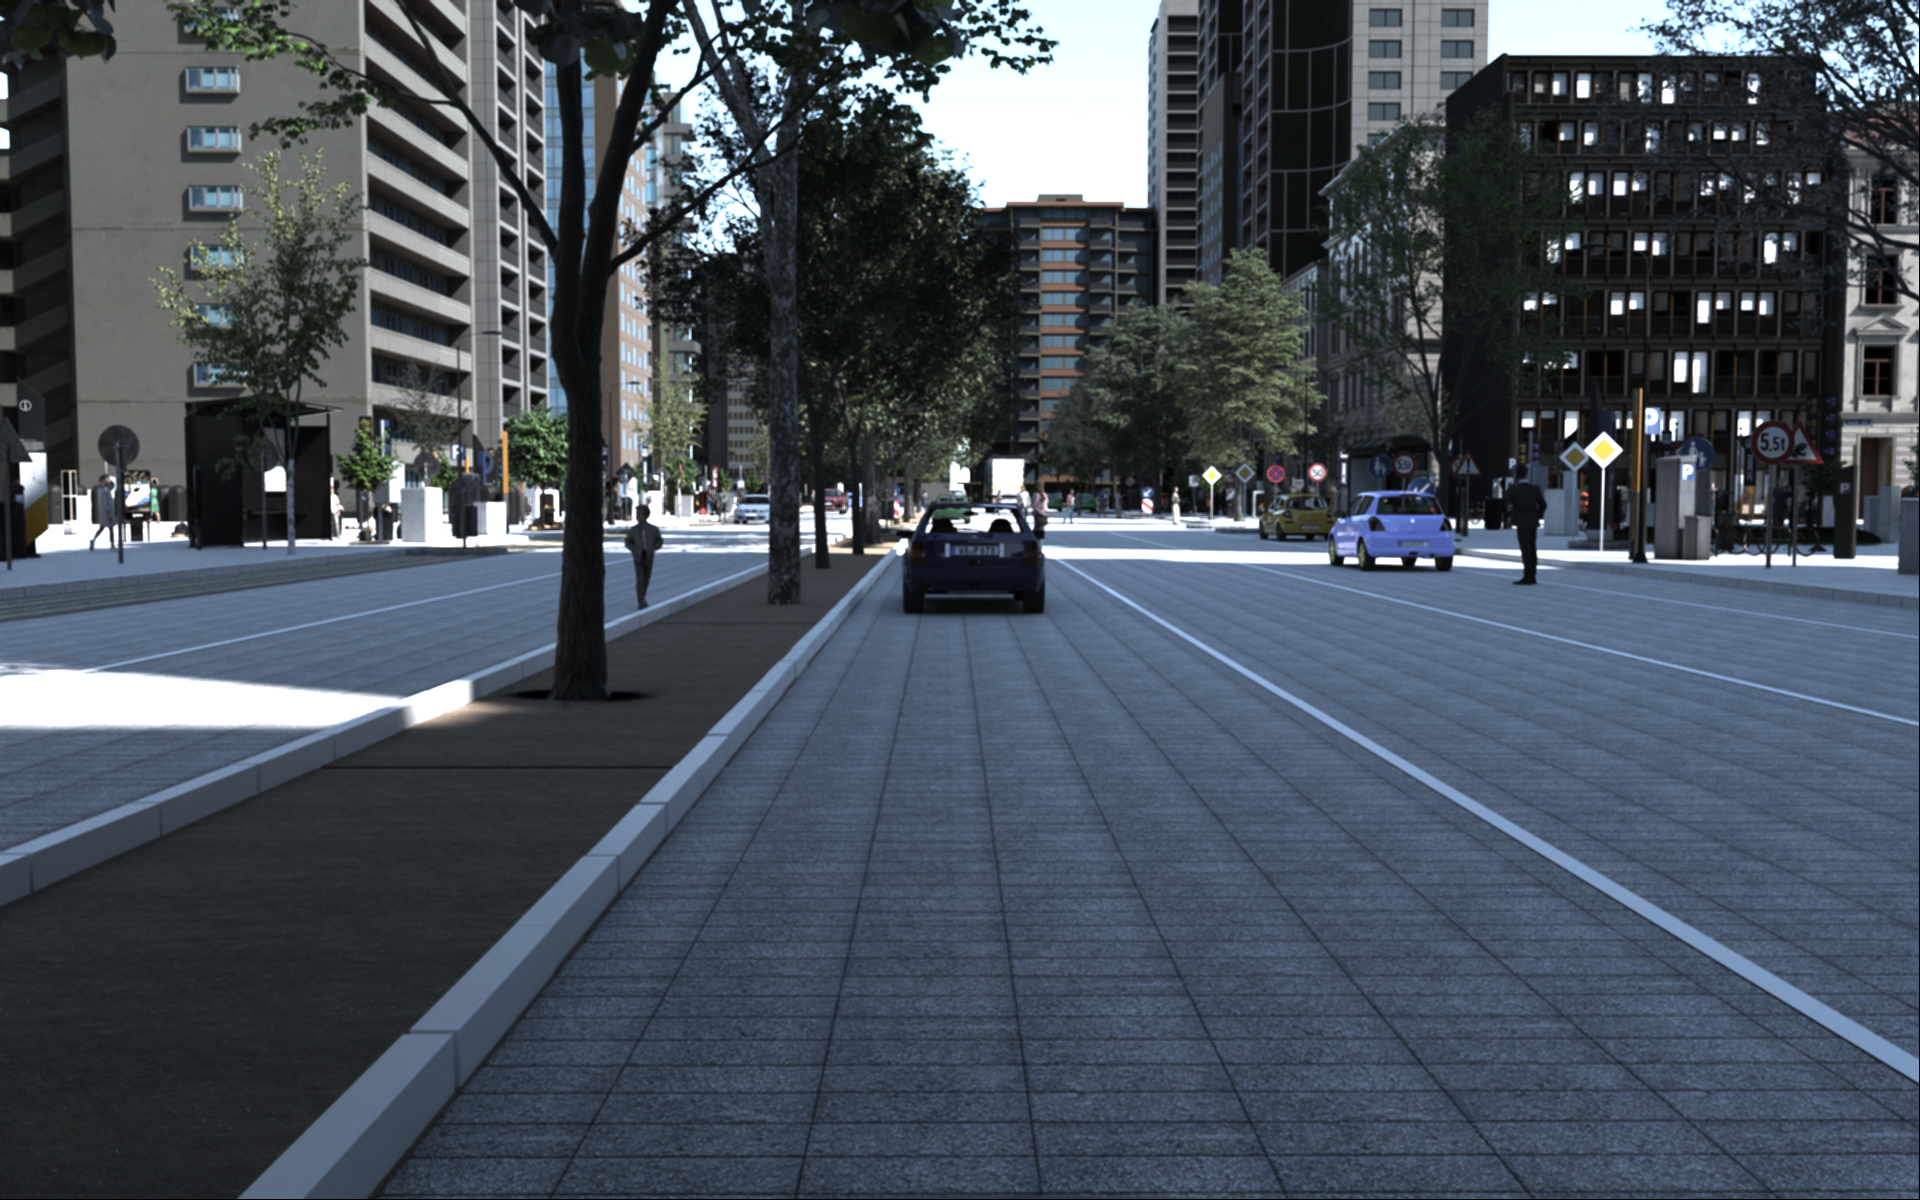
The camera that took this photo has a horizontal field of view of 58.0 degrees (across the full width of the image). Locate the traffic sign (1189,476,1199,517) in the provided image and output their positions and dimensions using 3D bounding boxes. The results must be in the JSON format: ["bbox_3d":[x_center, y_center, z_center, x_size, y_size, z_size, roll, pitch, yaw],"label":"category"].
[{"bbox_3d":[12.894,-5.695,95.244,0.606,2.300,0.079,0,3,0],"label":"traffic sign"}]

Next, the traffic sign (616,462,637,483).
[{"bbox_3d":[-12.278,-3.761,63.676,0.795,2.593,0.064,0,4,0],"label":"traffic sign"}]

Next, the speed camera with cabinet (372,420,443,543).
[{"bbox_3d":[-14.697,-3.161,46.019,2.038,3.252,0.660,2,4,30],"label":"speed camera with cabinet"}]

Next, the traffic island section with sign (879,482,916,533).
[{"bbox_3d":[-2.748,-3.420,64.047,2.006,1.907,1.989,0,4,0],"label":"traffic island section with sign"}]

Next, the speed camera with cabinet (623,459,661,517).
[{"bbox_3d":[-18.039,-6.351,98.171,2.038,3.252,0.660,-2,4,-29],"label":"speed camera with cabinet"}]

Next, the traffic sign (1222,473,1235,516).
[{"bbox_3d":[15.937,-6.287,102.895,0.768,2.556,0.104,0,4,0],"label":"traffic sign"}]

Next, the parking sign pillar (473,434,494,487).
[{"bbox_3d":[-21.693,-5.528,78.856,1.447,3.967,1.447,1,4,8],"label":"parking sign pillar"}]

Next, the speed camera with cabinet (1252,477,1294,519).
[{"bbox_3d":[15.974,-5.753,88.402,2.038,3.252,0.660,0,4,7],"label":"speed camera with cabinet"}]

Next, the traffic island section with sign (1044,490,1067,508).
[{"bbox_3d":[9.727,-10.107,173.873,1.989,1.847,2.006,0,4,0],"label":"traffic island section with sign"}]

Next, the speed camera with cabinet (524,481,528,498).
[{"bbox_3d":[-24.627,-6.502,100.640,0.660,3.252,2.038,1,4,13],"label":"speed camera with cabinet"}]

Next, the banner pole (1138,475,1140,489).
[{"bbox_3d":[15.174,-9.578,146.613,0.401,3.779,0.863,1,4,14],"label":"banner pole"}]

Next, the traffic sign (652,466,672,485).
[{"bbox_3d":[-12.337,-4.249,71.661,0.795,2.593,0.064,0,4,0],"label":"traffic sign"}]

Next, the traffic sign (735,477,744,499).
[{"bbox_3d":[-16.562,-7.960,130.259,0.768,2.556,0.104,0,4,1],"label":"traffic sign"}]

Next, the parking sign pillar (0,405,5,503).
[{"bbox_3d":[-29.311,-3.878,51.874,1.447,3.967,1.447,1,4,19],"label":"parking sign pillar"}]

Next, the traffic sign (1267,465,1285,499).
[{"bbox_3d":[13.748,-4.611,75.492,0.768,2.556,0.104,0,4,0],"label":"traffic sign"}]

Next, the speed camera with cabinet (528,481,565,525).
[{"bbox_3d":[-16.624,-4.716,71.450,2.038,3.252,0.660,-2,4,-34],"label":"speed camera with cabinet"}]

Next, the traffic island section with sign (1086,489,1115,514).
[{"bbox_3d":[10.087,-7.092,124.583,1.989,1.847,2.006,0,4,0],"label":"traffic island section with sign"}]

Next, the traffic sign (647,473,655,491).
[{"bbox_3d":[-18.432,-6.253,102.348,0.768,2.556,0.104,0,4,1],"label":"traffic sign"}]

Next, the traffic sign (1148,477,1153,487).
[{"bbox_3d":[14.550,-7.978,130.547,0.768,2.556,0.104,0,4,0],"label":"traffic sign"}]

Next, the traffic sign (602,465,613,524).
[{"bbox_3d":[-15.408,-4.579,74.978,0.768,2.556,0.104,0,4,7],"label":"traffic sign"}]

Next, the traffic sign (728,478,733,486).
[{"bbox_3d":[-18.242,-8.381,137.142,0.768,2.556,0.104,0,4,5],"label":"traffic sign"}]

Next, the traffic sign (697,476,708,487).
[{"bbox_3d":[-18.009,-7.407,121.210,0.768,2.556,0.104,0,4,1],"label":"traffic sign"}]

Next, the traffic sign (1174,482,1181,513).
[{"bbox_3d":[13.243,-6.387,104.424,0.884,2.594,0.081,0,4,4],"label":"traffic sign"}]

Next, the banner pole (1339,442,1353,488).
[{"bbox_3d":[18.613,-5.709,83.352,0.863,3.779,0.401,-1,4,-15],"label":"banner pole"}]

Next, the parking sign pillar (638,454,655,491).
[{"bbox_3d":[-21.022,-7.784,115.734,1.447,3.967,1.447,2,4,28],"label":"parking sign pillar"}]

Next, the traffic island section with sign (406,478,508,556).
[{"bbox_3d":[-11.803,-1.973,40.885,1.989,1.847,2.006,0,4,0],"label":"traffic island section with sign"}]

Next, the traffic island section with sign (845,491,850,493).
[{"bbox_3d":[-12.988,-11.756,200.836,1.989,1.847,2.006,0,4,0],"label":"traffic island section with sign"}]

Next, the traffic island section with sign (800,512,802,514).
[{"bbox_3d":[-12.429,-7.121,125.057,1.989,1.847,2.006,0,4,0],"label":"traffic island section with sign"}]

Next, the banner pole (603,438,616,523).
[{"bbox_3d":[-15.724,-5.325,77.084,0.863,3.779,0.401,1,4,19],"label":"banner pole"}]

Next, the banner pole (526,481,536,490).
[{"bbox_3d":[-21.897,-6.026,88.546,0.401,3.779,0.863,2,4,28],"label":"banner pole"}]

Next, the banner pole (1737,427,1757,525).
[{"bbox_3d":[29.333,-4.565,64.662,0.863,3.779,0.401,0,4,-1],"label":"banner pole"}]

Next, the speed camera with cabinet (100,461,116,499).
[{"bbox_3d":[-44.286,-5.758,88.474,2.038,3.252,0.660,-3,5,-41],"label":"speed camera with cabinet"}]

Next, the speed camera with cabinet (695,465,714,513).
[{"bbox_3d":[-17.834,-7.624,118.991,0.660,3.252,2.038,3,4,39],"label":"speed camera with cabinet"}]

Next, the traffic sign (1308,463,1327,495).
[{"bbox_3d":[14.873,-4.403,72.094,0.768,2.556,0.104,1,4,8],"label":"traffic sign"}]

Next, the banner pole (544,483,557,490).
[{"bbox_3d":[-17.694,-5.194,74.931,0.863,3.779,0.401,1,4,13],"label":"banner pole"}]

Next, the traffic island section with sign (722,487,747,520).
[{"bbox_3d":[-12.223,-5.409,97.057,1.989,1.847,2.006,0,4,0],"label":"traffic island section with sign"}]

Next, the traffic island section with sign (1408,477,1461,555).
[{"bbox_3d":[10.718,-2.004,41.397,1.989,1.847,2.006,0,4,0],"label":"traffic island section with sign"}]

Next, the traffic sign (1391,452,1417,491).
[{"bbox_3d":[13.416,-3.199,52.404,0.768,2.556,0.104,0,4,2],"label":"traffic sign"}]

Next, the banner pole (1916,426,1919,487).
[{"bbox_3d":[35.303,-4.519,63.901,0.401,3.779,0.863,2,4,31],"label":"banner pole"}]

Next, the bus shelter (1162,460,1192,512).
[{"bbox_3d":[14.964,-7.922,120.809,1.731,3.624,6.357,0,4,0],"label":"bus shelter"}]

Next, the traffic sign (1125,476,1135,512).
[{"bbox_3d":[11.994,-7.473,122.283,0.768,2.556,0.104,0,4,1],"label":"traffic sign"}]

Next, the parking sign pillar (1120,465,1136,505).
[{"bbox_3d":[13.918,-9.497,143.752,1.447,3.967,1.447,0,4,3],"label":"parking sign pillar"}]

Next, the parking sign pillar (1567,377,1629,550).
[{"bbox_3d":[15.045,-3.188,40.594,1.447,3.967,1.447,2,4,28],"label":"parking sign pillar"}]

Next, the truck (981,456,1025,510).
[{"bbox_3d":[3.271,-8.744,131.879,2.839,4.237,11.283,0,4,-2],"label":"truck"}]

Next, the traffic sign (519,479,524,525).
[{"bbox_3d":[-18.086,-4.371,71.574,0.768,2.556,0.104,1,4,9],"label":"traffic sign"}]

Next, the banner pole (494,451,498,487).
[{"bbox_3d":[-26.133,-6.581,97.624,0.401,3.779,0.863,-2,4,-31],"label":"banner pole"}]

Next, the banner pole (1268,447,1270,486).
[{"bbox_3d":[16.161,-6.155,90.655,0.401,3.779,0.863,0,4,8],"label":"banner pole"}]

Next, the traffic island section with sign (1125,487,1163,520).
[{"bbox_3d":[10.300,-5.403,96.967,1.989,1.847,2.006,0,4,0],"label":"traffic island section with sign"}]

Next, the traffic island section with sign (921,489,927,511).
[{"bbox_3d":[-3.359,-8.468,146.591,2.006,1.907,1.989,0,4,0],"label":"traffic island section with sign"}]

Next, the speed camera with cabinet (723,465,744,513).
[{"bbox_3d":[-15.659,-7.654,119.478,0.660,3.252,2.038,-3,5,-40],"label":"speed camera with cabinet"}]

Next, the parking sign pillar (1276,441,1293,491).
[{"bbox_3d":[16.167,-5.992,86.449,1.447,3.967,1.447,2,4,32],"label":"parking sign pillar"}]

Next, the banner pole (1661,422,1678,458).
[{"bbox_3d":[24.659,-4.291,60.175,0.863,3.779,0.401,-1,4,-18],"label":"banner pole"}]

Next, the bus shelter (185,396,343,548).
[{"bbox_3d":[-17.718,-3.252,44.448,1.731,3.624,6.357,0,4,0],"label":"bus shelter"}]

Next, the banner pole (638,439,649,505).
[{"bbox_3d":[-14.437,-5.437,78.911,0.401,3.779,0.863,2,4,27],"label":"banner pole"}]

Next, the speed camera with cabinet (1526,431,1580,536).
[{"bbox_3d":[18.414,-3.652,54.044,0.660,3.252,2.038,-2,4,-24],"label":"speed camera with cabinet"}]

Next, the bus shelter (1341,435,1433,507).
[{"bbox_3d":[15.220,-4.151,61.788,2.014,3.302,5.546,0,4,-1],"label":"bus shelter"}]

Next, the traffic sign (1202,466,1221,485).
[{"bbox_3d":[10.457,-4.258,71.809,0.795,2.593,0.064,0,4,0],"label":"traffic sign"}]

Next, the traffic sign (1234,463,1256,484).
[{"bbox_3d":[10.516,-3.770,63.824,0.795,2.593,0.064,0,4,0],"label":"traffic sign"}]
